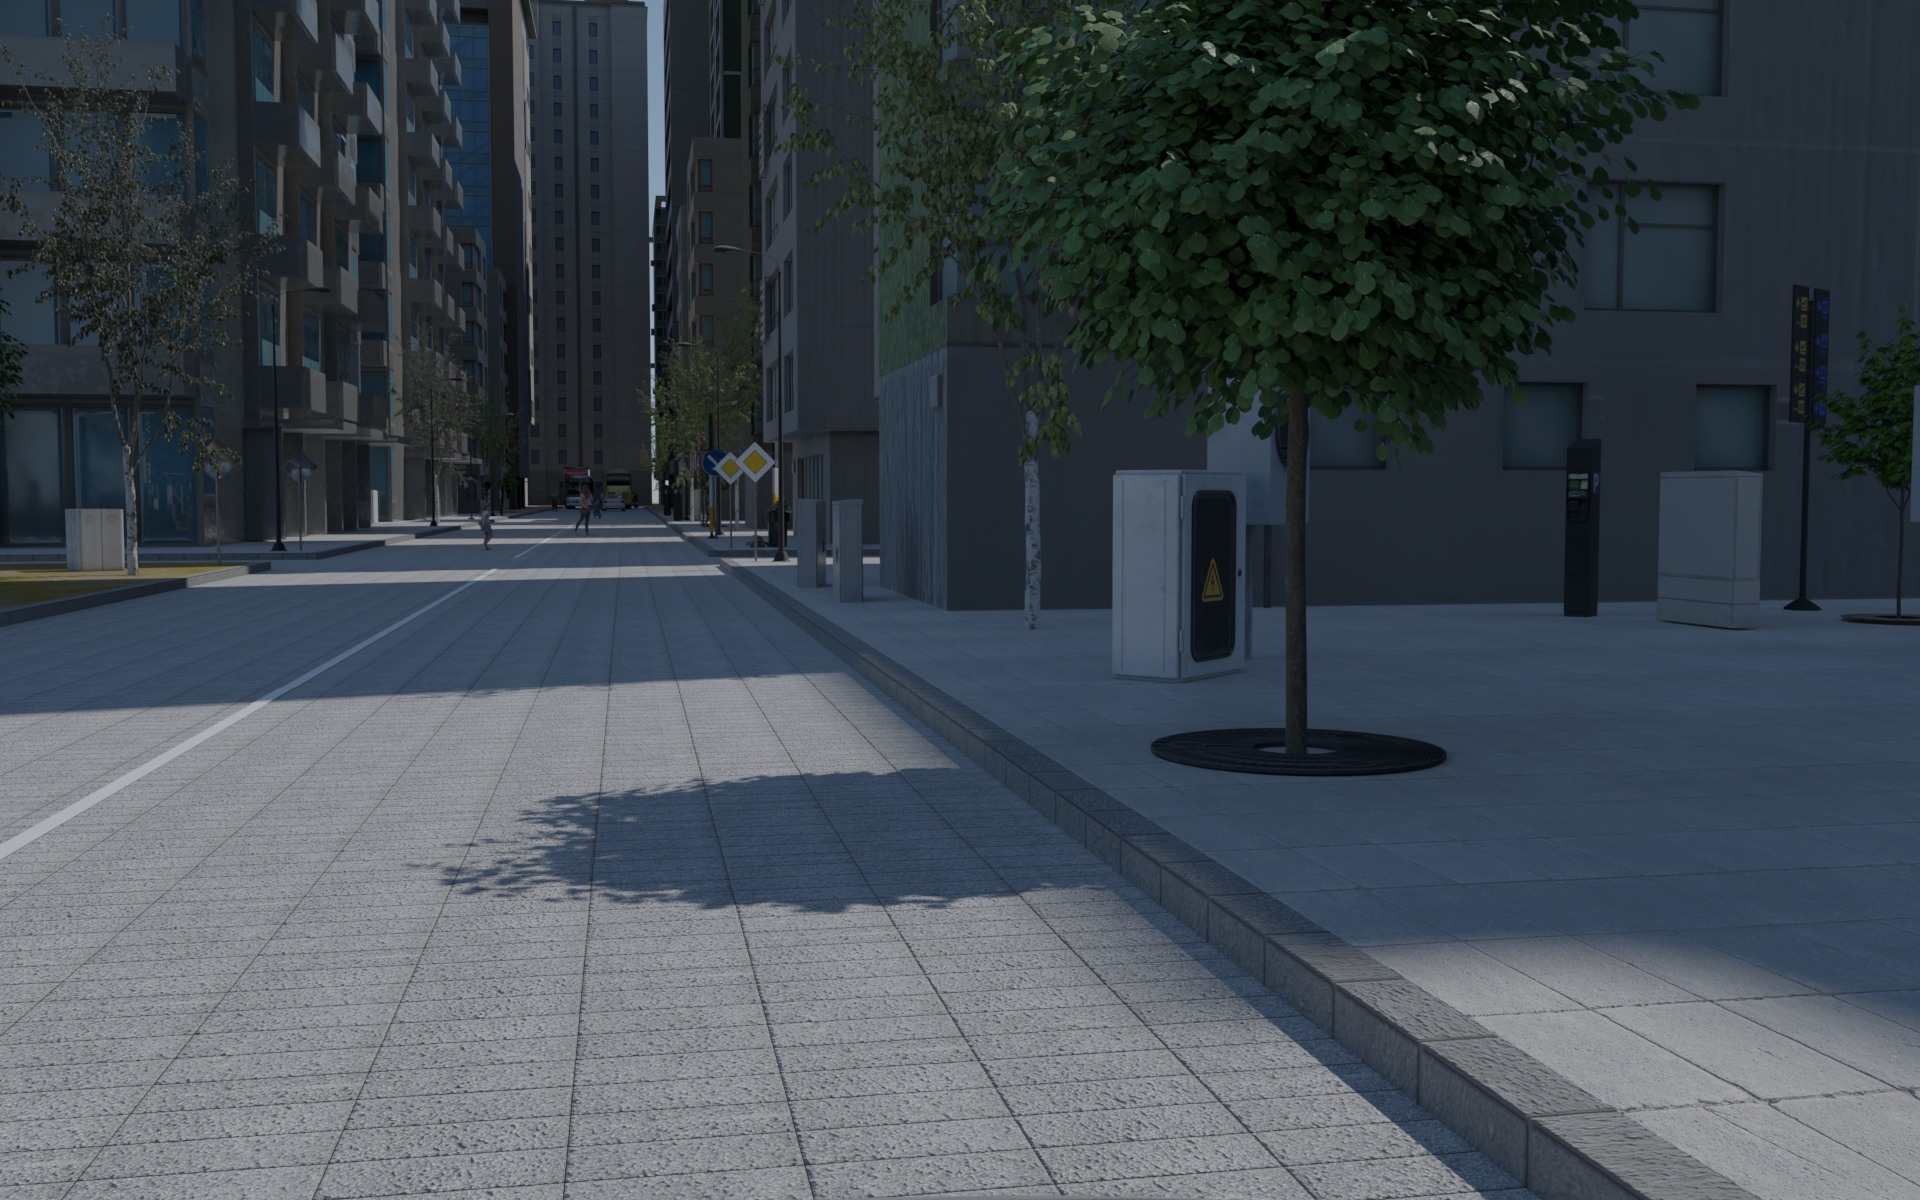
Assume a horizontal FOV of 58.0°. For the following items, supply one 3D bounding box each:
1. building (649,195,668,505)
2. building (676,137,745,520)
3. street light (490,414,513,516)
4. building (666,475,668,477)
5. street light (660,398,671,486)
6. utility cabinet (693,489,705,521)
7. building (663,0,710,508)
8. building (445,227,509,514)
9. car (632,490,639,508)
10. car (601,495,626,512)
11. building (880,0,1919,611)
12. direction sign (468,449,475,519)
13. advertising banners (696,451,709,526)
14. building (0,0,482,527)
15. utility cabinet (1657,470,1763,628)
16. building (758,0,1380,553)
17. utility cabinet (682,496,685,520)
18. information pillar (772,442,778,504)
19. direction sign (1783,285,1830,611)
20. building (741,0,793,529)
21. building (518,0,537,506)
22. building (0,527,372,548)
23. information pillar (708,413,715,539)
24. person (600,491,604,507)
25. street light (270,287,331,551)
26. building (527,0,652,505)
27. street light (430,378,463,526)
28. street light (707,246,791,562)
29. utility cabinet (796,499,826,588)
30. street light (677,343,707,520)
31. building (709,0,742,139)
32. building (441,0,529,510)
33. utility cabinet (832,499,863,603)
[{"bbox_3d":[-26.037,-31.973,214.631,23.993,40.220,32.217,-1,4,-11],"label":"building"},{"bbox_3d":[-2.037,-15.646,100.854,27.650,21.520,28.899,-1,4,-11],"label":"building"},{"bbox_3d":[-26.450,-7.791,99.923,1.470,5.913,1.316,-1,4,-11],"label":"street light"},{"bbox_3d":[-17.621,-33.954,174.755,23.786,49.044,30.456,-1,4,-11],"label":"building"},{"bbox_3d":[-13.833,-6.822,84.086,1.470,5.913,1.316,-1,4,-11],"label":"street light"},{"bbox_3d":[-12.275,-4.470,81.766,0.318,1.500,1.173,1,4,16],"label":"utility cabinet"},{"bbox_3d":[-14.282,-32.124,148.937,21.300,48.544,21.600,-1,4,-11],"label":"building"},{"bbox_3d":[-47.652,-17.068,124.107,27.650,21.520,28.899,-1,4,-11],"label":"building"},{"bbox_3d":[-33.981,-10.301,177.101,2.281,1.827,5.304,-1,4,-12],"label":"car"},{"bbox_3d":[-28.676,-8.022,143.516,2.083,1.381,4.827,-1,4,-12],"label":"car"},{"bbox_3d":[5.459,-20.927,25.756,14.154,41.232,14.086,-1,4,-11],"label":"building"},{"bbox_3d":[-24.888,-5.882,88.165,0.379,3.537,0.876,-1,4,-19],"label":"direction sign"},{"bbox_3d":[-10.370,-4.493,69.645,0.090,3.025,2.074,-1,4,-20],"label":"advertising banners"},{"bbox_3d":[-37.755,-28.679,88.508,23.786,49.044,30.456,-1,4,-11],"label":"building"},{"bbox_3d":[7.283,-0.499,16.836,0.318,1.500,1.173,-1,4,-12],"label":"utility cabinet"},{"bbox_3d":[1.961,-22.233,47.101,14.086,41.232,14.154,-1,4,-11],"label":"building"},{"bbox_3d":[-14.049,-4.627,86.816,0.306,1.237,1.020,-2,4,-23],"label":"utility cabinet"},{"bbox_3d":[-5.757,-3.878,54.757,0.183,3.616,0.504,2,4,26],"label":"information pillar"},{"bbox_3d":[9.336,-1.657,19.093,0.876,3.537,0.379,-3,5,-41],"label":"direction sign"},{"bbox_3d":[-1.961,-18.282,70.608,14.160,30.474,14.107,-1,4,-11],"label":"building"},{"bbox_3d":[-55.848,-35.469,169.152,27.495,52.752,28.713,-1,4,-11],"label":"building"},{"bbox_3d":[-29.965,-26.380,50.916,23.786,49.044,30.456,-1,4,-11],"label":"building"},{"bbox_3d":[-7.178,-3.591,50.063,0.183,3.616,0.504,0,4,-1],"label":"information pillar"},{"bbox_3d":[-30.845,-8.578,149.682,0.436,1.711,0.756,-1,4,-12],"label":"person"},{"bbox_3d":[-14.796,-4.058,38.894,1.470,5.913,1.316,-1,4,-11],"label":"street light"},{"bbox_3d":[-51.001,-40.515,204.425,28.212,58.520,21.231,-1,4,-11],"label":"building"},{"bbox_3d":[-20.531,-5.914,69.232,1.470,5.913,1.316,-1,4,-11],"label":"street light"},{"bbox_3d":[-3.931,-3.677,32.665,1.470,5.913,1.316,-1,4,-11],"label":"street light"},{"bbox_3d":[-2.055,-0.792,24.116,0.306,1.237,1.020,0,4,2],"label":"utility cabinet"},{"bbox_3d":[-7.976,-4.942,53.344,1.470,5.913,1.316,-1,4,-11],"label":"street light"},{"bbox_3d":[-9.824,-42.135,127.164,20.563,71.187,20.611,-1,4,-11],"label":"building"},{"bbox_3d":[-44.141,-30.337,146.121,14.600,45.320,14.200,-1,4,-11],"label":"building"},{"bbox_3d":[-1.368,-0.598,20.940,0.306,1.237,1.020,-1,4,-9],"label":"utility cabinet"}]
